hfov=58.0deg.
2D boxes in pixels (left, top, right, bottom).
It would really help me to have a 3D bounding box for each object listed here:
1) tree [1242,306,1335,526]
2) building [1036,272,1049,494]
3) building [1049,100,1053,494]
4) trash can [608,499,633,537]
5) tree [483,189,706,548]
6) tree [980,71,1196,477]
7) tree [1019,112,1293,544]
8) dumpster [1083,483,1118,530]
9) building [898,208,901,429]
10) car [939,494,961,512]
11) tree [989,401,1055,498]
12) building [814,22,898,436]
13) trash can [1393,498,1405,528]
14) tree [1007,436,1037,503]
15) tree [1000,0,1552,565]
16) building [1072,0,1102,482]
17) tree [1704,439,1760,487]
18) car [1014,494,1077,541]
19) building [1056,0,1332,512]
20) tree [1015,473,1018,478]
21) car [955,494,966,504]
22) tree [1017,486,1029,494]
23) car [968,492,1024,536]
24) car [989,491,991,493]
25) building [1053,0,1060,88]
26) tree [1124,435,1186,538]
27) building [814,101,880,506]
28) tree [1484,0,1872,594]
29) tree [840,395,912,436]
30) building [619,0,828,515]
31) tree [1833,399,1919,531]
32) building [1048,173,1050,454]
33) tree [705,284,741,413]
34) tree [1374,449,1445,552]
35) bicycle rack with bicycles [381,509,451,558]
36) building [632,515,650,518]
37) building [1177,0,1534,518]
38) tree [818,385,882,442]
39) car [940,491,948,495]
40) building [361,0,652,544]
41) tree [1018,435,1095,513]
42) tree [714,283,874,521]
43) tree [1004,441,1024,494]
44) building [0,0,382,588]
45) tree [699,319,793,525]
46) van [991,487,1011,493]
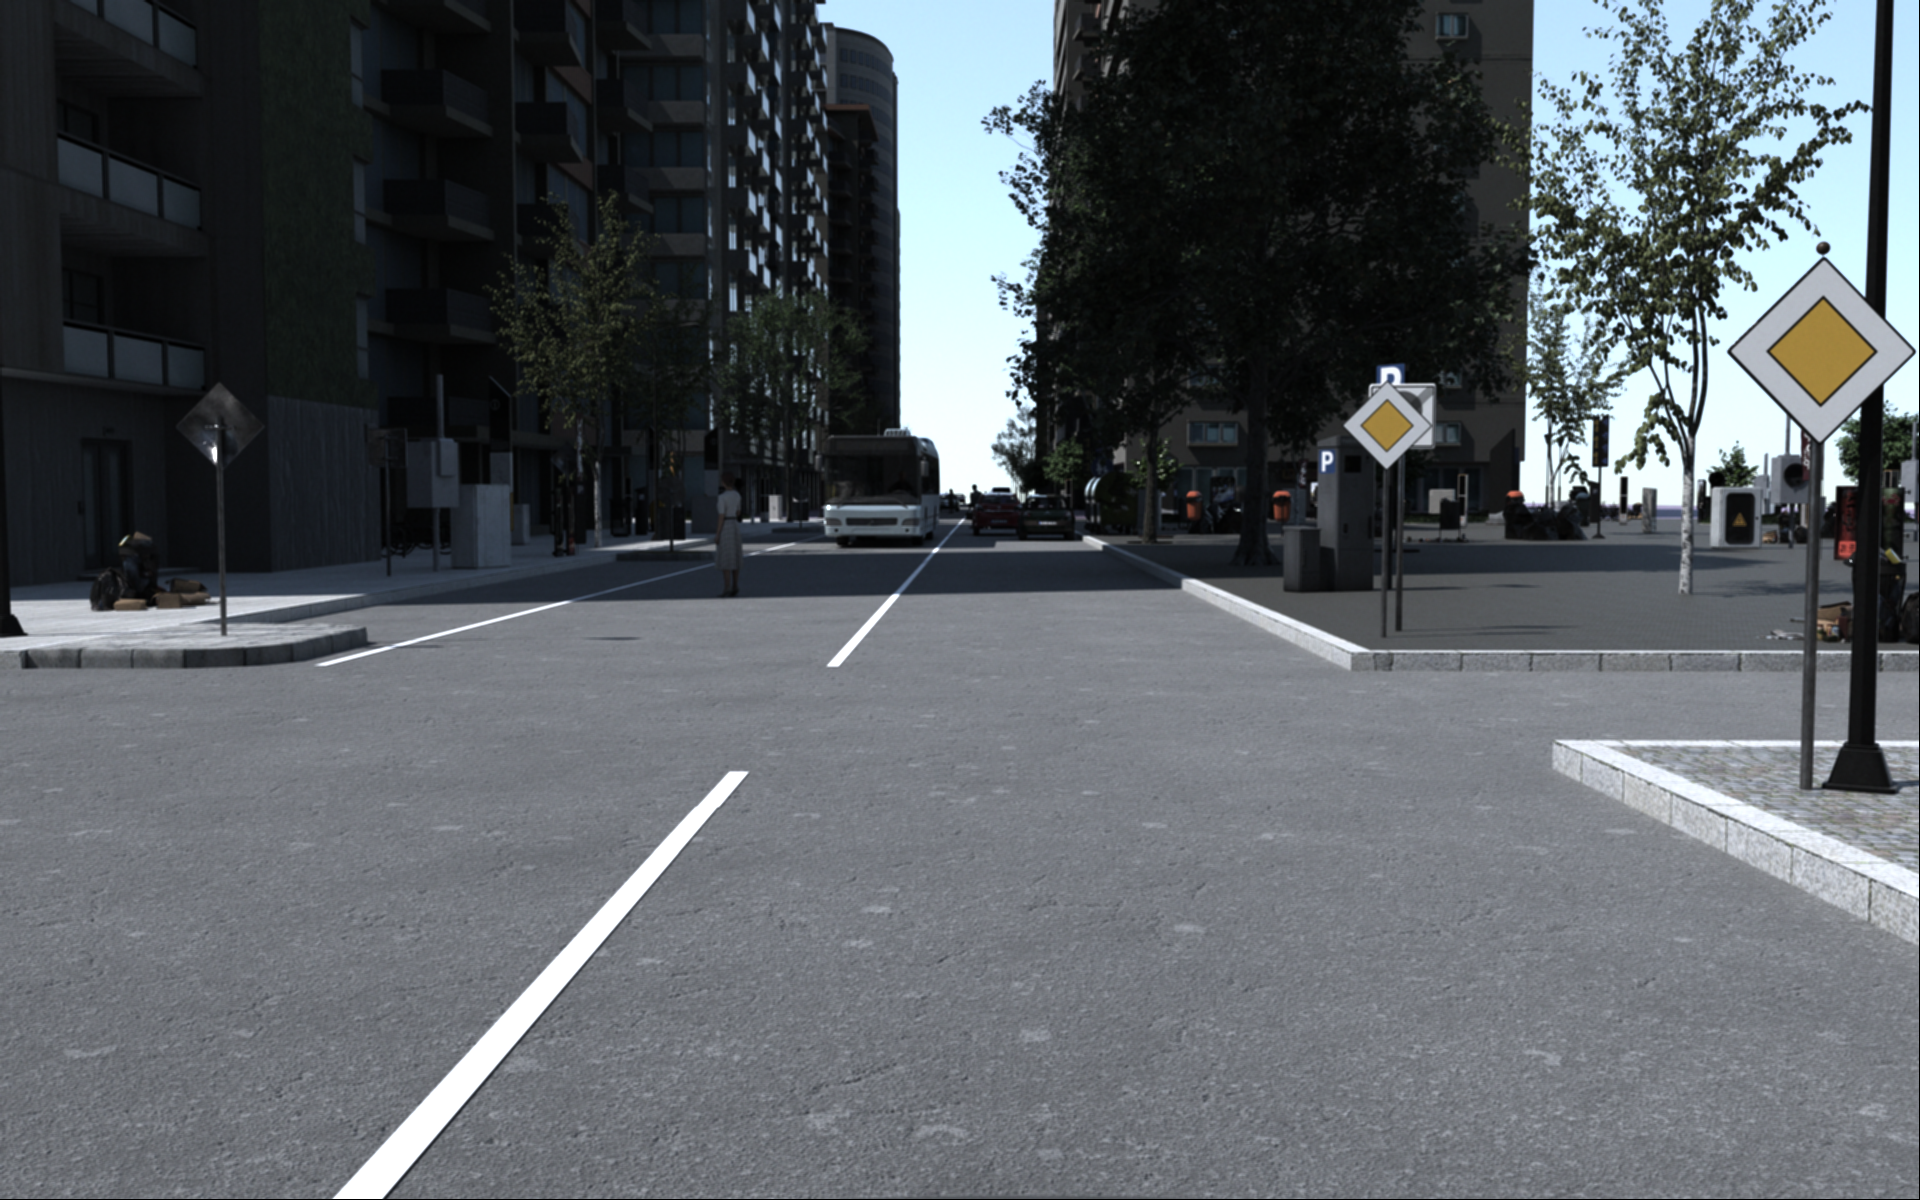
[{"bbox_3d":[12.402,-6.939,63.813,4.360,8.622,3.978,0,3,0],"label":"tree"},{"bbox_3d":[16.717,-27.543,222.027,14.160,30.474,14.107,0,4,1],"label":"building"},{"bbox_3d":[20.736,-34.523,188.145,21.300,48.544,21.600,0,4,1],"label":"building"},{"bbox_3d":[-10.161,-2.459,51.858,0.748,1.137,0.748,0,3,0],"label":"trash can"},{"bbox_3d":[-8.885,-5.550,41.111,4.737,8.622,4.395,0,3,0],"label":"tree"},{"bbox_3d":[7.126,-13.444,75.701,12.611,20.169,13.585,0,3,0],"label":"tree"},{"bbox_3d":[5.043,-7.267,44.566,9.928,11.665,9.643,0,3,0],"label":"tree"},{"bbox_3d":[5.068,-3.426,61.768,1.264,1.857,1.865,0,4,1],"label":"dumpster"},{"bbox_3d":[-15.620,-34.090,240.962,14.154,41.232,14.086,0,4,1],"label":"building"},{"bbox_3d":[-0.982,-8.044,143.311,2.131,1.459,4.920,0,4,2],"label":"car"},{"bbox_3d":[6.585,-14.651,173.951,8.767,10.594,7.601,2,4,27],"label":"tree"},{"bbox_3d":[-19.038,-41.430,219.374,21.231,58.520,28.212,0,4,1],"label":"building"},{"bbox_3d":[16.520,-3.305,65.691,0.748,1.137,0.748,0,3,0],"label":"trash can"},{"bbox_3d":[7.229,-15.554,204.663,4.737,8.622,4.395,0,3,0],"label":"tree"},{"bbox_3d":[5.491,-6.986,31.222,9.611,12.733,9.660,0,3,0],"label":"tree"},{"bbox_3d":[19.591,-28.881,126.826,22.147,44.769,28.867,0,4,1],"label":"building"},{"bbox_3d":[27.593,-4.089,61.451,1.663,3.219,1.824,0,3,0],"label":"tree"},{"bbox_3d":[2.699,-2.735,54.498,2.009,1.686,4.222,0,4,1],"label":"car"},{"bbox_3d":[19.473,-32.306,151.903,21.300,48.544,21.600,0,4,1],"label":"building"},{"bbox_3d":[6.538,-10.255,151.381,4.285,4.588,4.351,0,3,0],"label":"tree"},{"bbox_3d":[-0.113,-14.596,247.683,2.155,1.783,4.494,0,4,1],"label":"car"},{"bbox_3d":[8.205,-13.498,215.287,1.663,3.219,1.824,0,3,0],"label":"tree"},{"bbox_3d":[1.344,-3.168,60.834,2.155,1.783,4.494,0,4,0],"label":"car"},{"bbox_3d":[4.507,-13.282,225.835,2.281,1.827,5.304,0,4,1],"label":"car"},{"bbox_3d":[21.165,-48.937,238.372,20.563,71.187,20.611,0,4,1],"label":"building"},{"bbox_3d":[5.741,-3.441,50.864,1.663,3.219,1.824,0,3,0],"label":"tree"},{"bbox_3d":[-20.352,-32.826,191.323,22.147,44.769,28.867,0,4,1],"label":"building"},{"bbox_3d":[9.116,-4.388,22.106,4.737,8.622,4.395,0,3,0],"label":"tree"},{"bbox_3d":[-7.588,-13.905,161.754,8.767,10.594,7.601,-1,4,-10],"label":"tree"},{"bbox_3d":[-22.303,-31.624,136.664,23.786,49.044,30.456,0,4,1],"label":"building"},{"bbox_3d":[31.887,-4.659,59.892,4.285,4.588,4.351,0,3,0],"label":"tree"},{"bbox_3d":[17.708,-34.065,207.072,14.600,45.320,14.200,0,4,1],"label":"building"},{"bbox_3d":[-8.872,-6.279,53.028,4.737,8.622,4.395,0,3,0],"label":"tree"},{"bbox_3d":[9.654,-2.689,38.570,1.663,3.219,1.824,0,3,0],"label":"tree"},{"bbox_3d":[-12.149,-1.370,35.777,2.925,0.926,2.852,0,4,4],"label":"bicycle rack with bicycles"},{"bbox_3d":[-22.940,-29.728,105.660,23.786,49.044,30.456,0,4,1],"label":"building"},{"bbox_3d":[19.570,-29.168,100.591,21.300,48.544,21.600,0,4,1],"label":"building"},{"bbox_3d":[-7.250,-9.773,110.154,4.360,8.622,3.978,0,3,0],"label":"tree"},{"bbox_3d":[-1.534,-9.383,163.003,1.945,1.707,3.694,0,4,3],"label":"car"},{"bbox_3d":[-22.611,-24.601,56.849,22.147,44.769,28.867,0,4,1],"label":"building"},{"bbox_3d":[6.302,-6.849,95.701,4.285,4.588,4.351,0,3,0],"label":"tree"},{"bbox_3d":[-8.187,-9.697,84.300,9.928,11.665,9.643,0,3,0],"label":"tree"},{"bbox_3d":[7.763,-17.736,240.345,4.360,8.622,3.978,0,3,0],"label":"tree"},{"bbox_3d":[-18.269,-20.906,25.402,14.154,41.232,14.086,0,4,1],"label":"building"},{"bbox_3d":[-8.730,-7.454,72.239,4.360,8.622,3.978,0,3,0],"label":"tree"},{"bbox_3d":[3.737,-9.523,160.085,2.240,2.365,5.245,0,4,-1],"label":"van"}]
